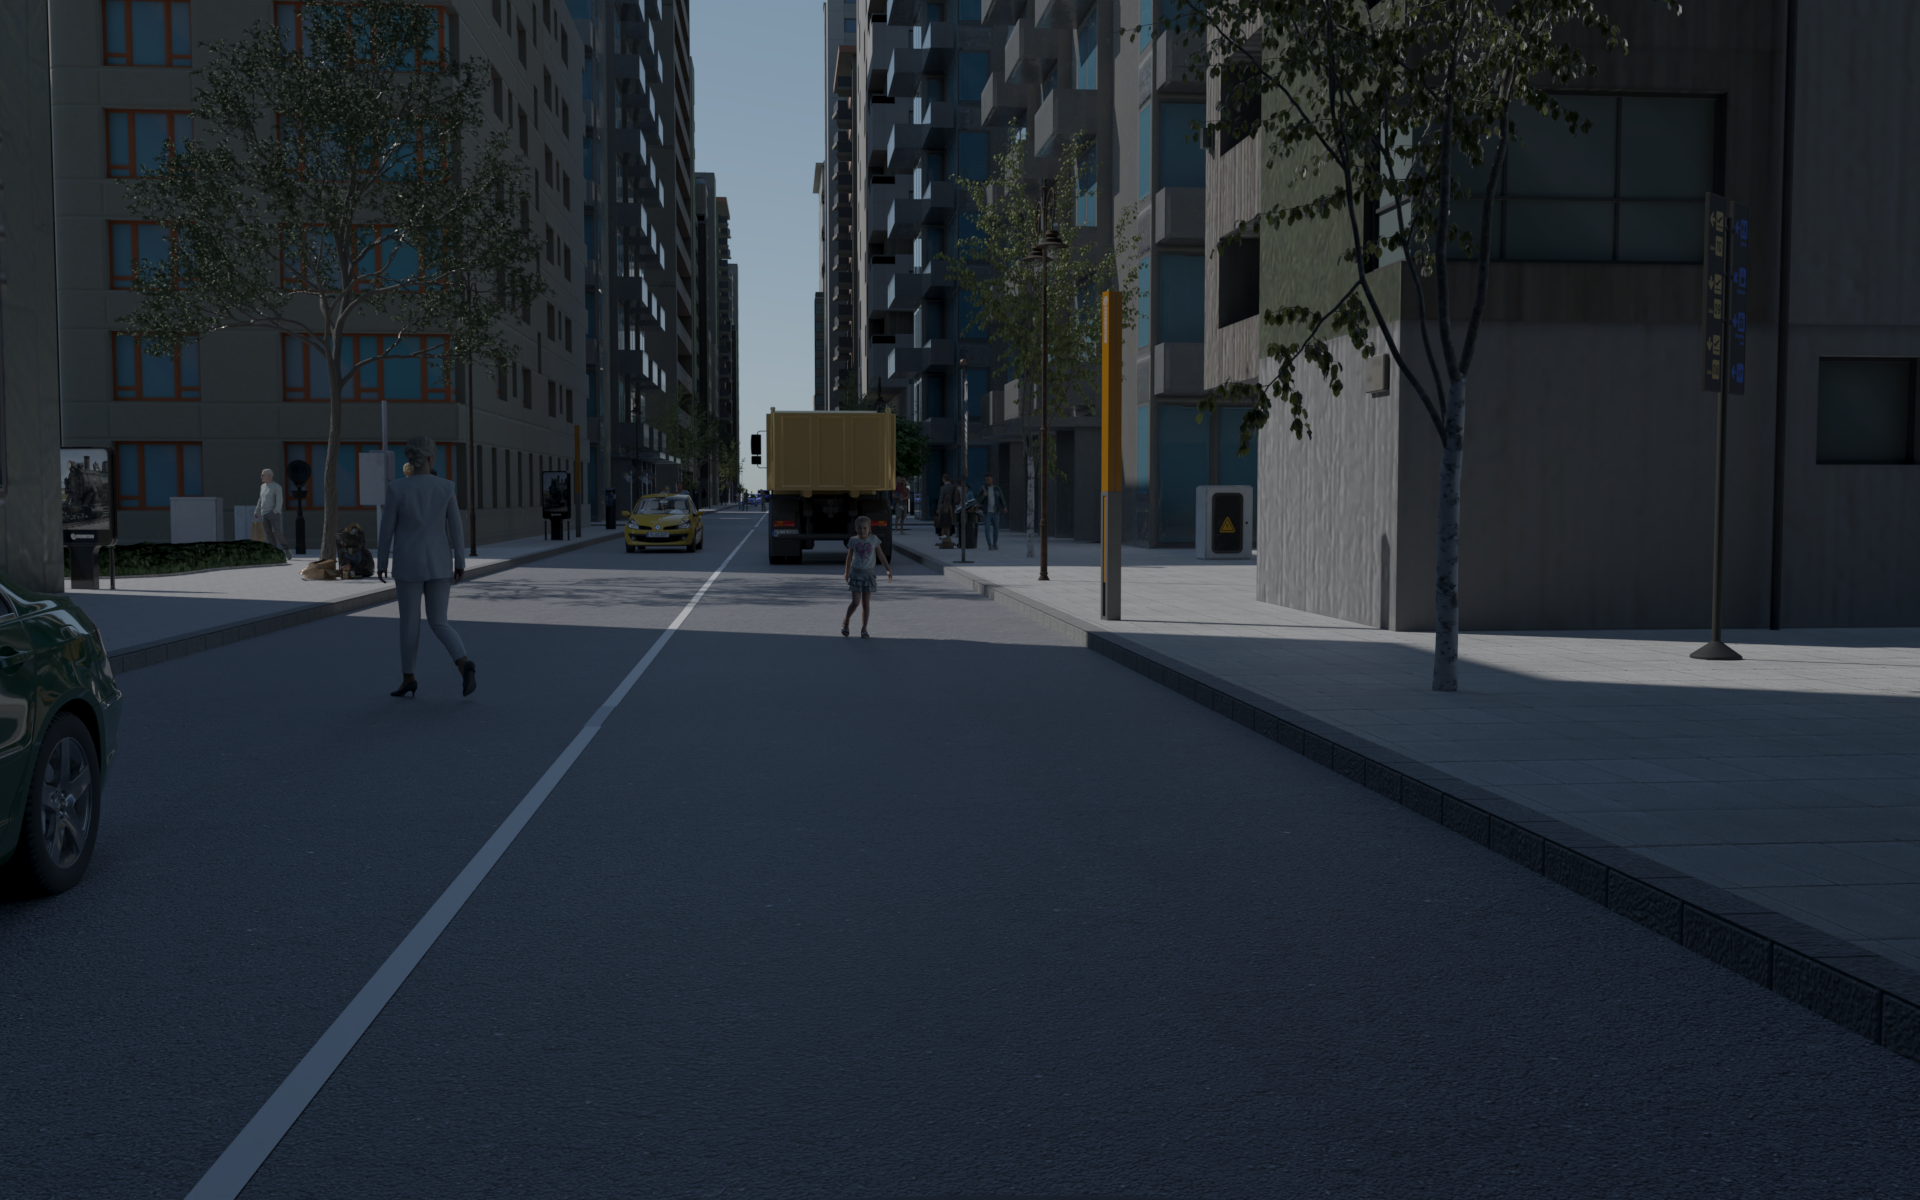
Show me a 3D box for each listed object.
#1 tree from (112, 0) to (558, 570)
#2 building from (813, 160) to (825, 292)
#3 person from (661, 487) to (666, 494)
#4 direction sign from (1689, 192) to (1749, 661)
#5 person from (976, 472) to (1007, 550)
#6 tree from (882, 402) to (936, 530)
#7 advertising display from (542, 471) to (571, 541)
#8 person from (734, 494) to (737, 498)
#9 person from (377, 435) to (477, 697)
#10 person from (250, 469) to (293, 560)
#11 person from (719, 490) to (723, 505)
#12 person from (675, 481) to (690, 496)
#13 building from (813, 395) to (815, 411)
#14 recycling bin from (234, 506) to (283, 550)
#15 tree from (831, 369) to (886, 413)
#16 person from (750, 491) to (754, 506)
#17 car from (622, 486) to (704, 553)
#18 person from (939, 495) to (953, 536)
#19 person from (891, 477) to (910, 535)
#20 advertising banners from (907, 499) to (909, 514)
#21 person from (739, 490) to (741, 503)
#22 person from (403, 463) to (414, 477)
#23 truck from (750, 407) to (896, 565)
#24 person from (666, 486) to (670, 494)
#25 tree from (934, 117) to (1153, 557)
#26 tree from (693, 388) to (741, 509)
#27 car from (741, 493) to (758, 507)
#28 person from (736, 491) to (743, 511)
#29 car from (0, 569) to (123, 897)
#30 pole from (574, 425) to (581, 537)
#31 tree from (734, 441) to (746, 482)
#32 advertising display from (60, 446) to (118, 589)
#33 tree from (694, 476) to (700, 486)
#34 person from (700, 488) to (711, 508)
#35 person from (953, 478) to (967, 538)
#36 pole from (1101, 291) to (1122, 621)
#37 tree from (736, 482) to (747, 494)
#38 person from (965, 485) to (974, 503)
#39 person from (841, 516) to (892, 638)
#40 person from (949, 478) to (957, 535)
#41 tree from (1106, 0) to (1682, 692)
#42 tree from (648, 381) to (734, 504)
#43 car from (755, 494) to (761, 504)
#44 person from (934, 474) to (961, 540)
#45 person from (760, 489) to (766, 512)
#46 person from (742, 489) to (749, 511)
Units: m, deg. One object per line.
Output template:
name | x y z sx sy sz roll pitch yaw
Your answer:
tree | -10.183 -5.756 28.522 7.601 10.594 8.767 -1 4 -10
building | -8.096 -41.548 268.549 28.713 52.752 27.495 0 4 -6
person | -18.364 -6.169 107.649 0.466 1.731 0.760 -1 4 -14
direction sign | 5.898 -1.309 13.407 0.379 3.537 0.876 3 5 42
person | 0.697 -2.029 39.559 0.623 1.781 0.721 -2 4 -24
tree | -2.555 -4.769 61.693 4.285 4.588 4.351 0 3 0
advertising display | -11.169 -2.614 47.954 0.974 1.923 0.123 2 4 30
person | -31.816 -14.509 246.456 0.628 1.438 0.799 0 4 3
person | -3.710 -0.226 12.077 0.818 1.842 0.514 3 4 38
person | -13.460 -1.666 33.771 0.782 1.767 0.515 2 4 28
person | -27.833 -11.962 201.698 0.705 1.814 1.350 0 4 3
person | -7.989 -2.505 49.551 0.616 1.811 0.778 2 4 34
building | -11.097 -27.673 297.487 27.650 21.520 28.899 0 4 -6
recycling bin | -15.289 -1.543 37.777 0.722 1.027 0.722 1 4 23
tree | -5.873 -9.260 101.763 4.737 8.622 4.395 0 3 0
person | -26.018 -12.723 216.500 1.348 1.826 0.705 -3 4 -37
car | -7.417 -2.038 43.542 2.015 1.641 3.980 0 4 -5
person | -0.372 -2.109 45.198 0.362 1.253 0.373 1 4 17
person | -1.884 -2.968 54.546 0.573 1.828 0.580 1 4 14
advertising banners | -2.863 -7.038 111.258 2.074 3.025 0.090 2 4 26
person | -33.145 -15.551 260.319 0.705 1.822 1.348 -1 4 -20
person | -9.054 -1.368 28.629 0.478 1.798 0.641 -1 4 -17
truck | -3.025 -2.631 38.942 3.469 3.379 9.791 0 4 -6
person | -17.982 -6.148 106.747 0.728 1.800 0.709 0 4 -2
tree | 1.671 -5.167 34.837 4.737 8.622 4.395 0 3 0
tree | -22.042 -12.885 145.076 7.601 10.594 8.767 3 5 42
car | -24.029 -11.515 197.855 1.945 1.707 3.694 0 4 -5
person | -18.765 -8.440 147.337 0.643 1.720 0.563 -1 4 -18
car | -3.944 0.429 4.791 2.131 1.459 4.920 0 4 -7
pole | -11.325 -3.514 51.302 0.158 3.312 0.155 0 3 0
tree | -30.033 -16.848 225.827 4.737 8.622 4.395 0 3 0
advertising display | -11.840 -1.111 23.384 0.974 1.923 0.123 1 4 12
tree | -21.482 -8.811 138.660 1.663 3.219 1.824 0 3 0
person | -23.612 -9.401 159.768 1.348 1.822 0.705 -1 4 -15
person | -0.038 -2.720 51.087 0.480 1.755 0.524 -3 4 -36
pole | 1.535 -1.449 17.540 0.158 3.312 0.155 0 3 0
tree | -34.306 -16.900 270.916 1.663 3.219 1.824 0 3 0
person | 0.475 -4.033 74.454 0.620 1.820 0.660 -2 4 -32
person | -0.936 -0.234 17.335 0.505 1.210 0.382 0 4 -7
person | -0.202 -2.951 54.635 0.444 1.785 0.601 2 4 30
tree | 3.103 -3.726 11.291 4.360 8.622 3.978 0 3 0
tree | -17.753 -9.749 109.764 4.737 8.622 4.395 0 3 0
car | -26.146 -13.088 223.581 1.945 1.707 3.694 0 4 -5
person | -0.294 -2.533 47.423 0.622 1.834 0.822 -3 5 -43
person | -16.007 -8.074 140.316 0.447 1.846 0.655 -3 5 -43
person | -18.432 -8.580 148.586 0.655 1.846 0.447 -2 4 -25
